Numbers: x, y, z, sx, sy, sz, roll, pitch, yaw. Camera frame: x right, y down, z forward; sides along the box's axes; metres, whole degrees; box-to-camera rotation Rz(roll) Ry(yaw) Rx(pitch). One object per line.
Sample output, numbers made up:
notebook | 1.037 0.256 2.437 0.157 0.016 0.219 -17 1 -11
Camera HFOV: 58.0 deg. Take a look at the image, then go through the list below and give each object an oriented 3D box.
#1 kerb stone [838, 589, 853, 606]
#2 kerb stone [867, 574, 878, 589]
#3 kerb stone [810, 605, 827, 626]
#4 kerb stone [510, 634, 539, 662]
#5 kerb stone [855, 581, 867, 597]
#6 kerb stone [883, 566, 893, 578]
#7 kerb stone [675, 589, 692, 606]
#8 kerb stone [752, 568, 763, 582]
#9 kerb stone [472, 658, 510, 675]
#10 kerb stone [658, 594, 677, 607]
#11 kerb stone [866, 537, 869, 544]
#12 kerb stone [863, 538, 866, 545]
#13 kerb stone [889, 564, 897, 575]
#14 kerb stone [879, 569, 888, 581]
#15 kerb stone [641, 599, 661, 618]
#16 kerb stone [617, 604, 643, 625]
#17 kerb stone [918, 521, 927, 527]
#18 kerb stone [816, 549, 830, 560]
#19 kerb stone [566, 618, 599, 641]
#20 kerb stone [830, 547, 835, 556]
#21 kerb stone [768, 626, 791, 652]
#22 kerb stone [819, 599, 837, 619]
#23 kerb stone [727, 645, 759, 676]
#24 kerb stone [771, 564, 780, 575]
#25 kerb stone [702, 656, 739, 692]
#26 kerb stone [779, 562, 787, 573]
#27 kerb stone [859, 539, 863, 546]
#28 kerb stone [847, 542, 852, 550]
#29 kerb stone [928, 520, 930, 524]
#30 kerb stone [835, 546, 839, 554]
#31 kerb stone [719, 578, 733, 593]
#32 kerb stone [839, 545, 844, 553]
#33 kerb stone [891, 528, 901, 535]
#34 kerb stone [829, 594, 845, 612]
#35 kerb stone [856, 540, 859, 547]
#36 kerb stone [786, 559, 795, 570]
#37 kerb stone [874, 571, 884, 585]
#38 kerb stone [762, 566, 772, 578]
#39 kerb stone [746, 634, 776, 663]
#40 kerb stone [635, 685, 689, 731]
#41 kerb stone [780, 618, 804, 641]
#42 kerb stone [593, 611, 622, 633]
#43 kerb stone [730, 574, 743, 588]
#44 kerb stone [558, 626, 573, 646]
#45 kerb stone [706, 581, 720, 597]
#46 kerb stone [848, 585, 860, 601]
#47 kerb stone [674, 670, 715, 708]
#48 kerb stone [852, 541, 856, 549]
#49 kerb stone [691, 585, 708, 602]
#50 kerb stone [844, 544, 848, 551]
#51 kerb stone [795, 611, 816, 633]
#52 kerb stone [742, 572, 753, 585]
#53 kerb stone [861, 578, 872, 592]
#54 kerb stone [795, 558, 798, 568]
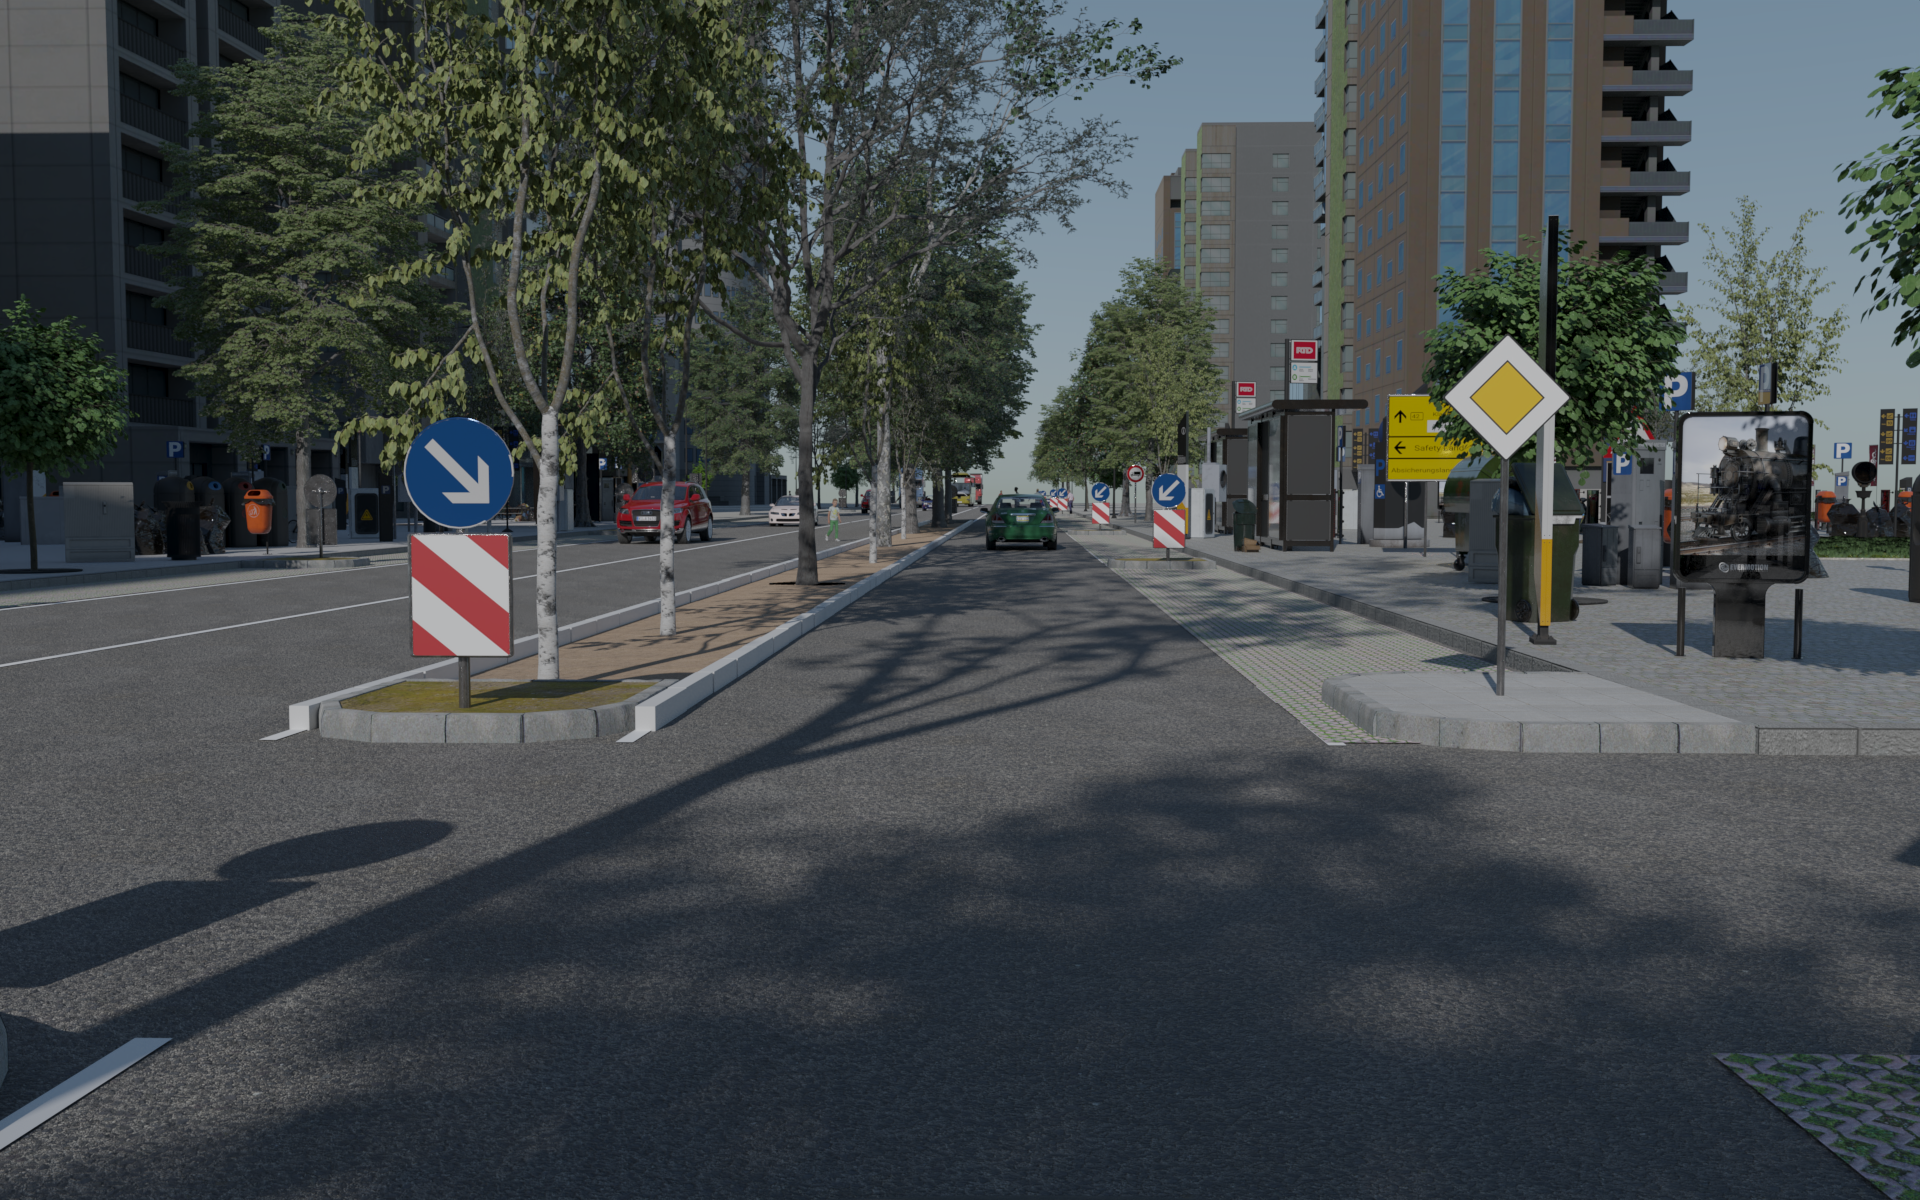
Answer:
kerb stone | -1.517 -0.001 22.222 0.120 0.150 1.000 0 4 2
kerb stone | -1.381 -0.251 26.316 0.120 0.150 1.000 0 4 2
kerb stone | -1.610 0.195 19.153 0.120 0.150 1.000 0 4 2
kerb stone | -3.855 0.434 15.104 0.120 0.150 1.000 0 4 2
kerb stone | -1.444 -0.127 24.272 0.120 0.150 1.000 0 4 2
kerb stone | -1.282 -0.439 29.380 0.120 0.150 1.000 0 4 2
kerb stone | -3.625 -0.004 22.257 0.120 0.150 1.000 0 4 2
kerb stone | -3.402 -0.380 28.415 0.120 0.150 1.000 0 4 2
kerb stone | -3.888 0.498 14.082 0.120 0.150 1.000 0 4 2
kerb stone | -3.654 0.059 21.235 0.120 0.150 1.000 0 4 2
kerb stone | -2.729 -1.633 48.895 0.120 0.150 1.000 0 4 2
kerb stone | -2.765 -1.570 47.873 0.120 0.150 1.000 0 4 2
kerb stone | -1.240 -0.500 30.401 0.120 0.150 1.000 0 4 2
kerb stone | -1.316 -0.377 28.358 0.120 0.150 1.000 0 4 2
kerb stone | -3.687 0.122 20.214 0.120 0.150 1.000 0 4 2
kerb stone | -3.714 0.184 19.192 0.120 0.150 1.000 0 4 2
kerb stone | -1.716 -3.514 79.646 0.120 0.150 1.000 0 4 2
kerb stone | -3.071 -1.007 38.662 0.120 0.150 1.000 0 4 2
kerb stone | -3.778 0.310 17.149 0.120 0.150 1.000 0 4 2
kerb stone | -3.031 -1.070 39.685 0.120 0.150 1.000 0 4 2
kerb stone | -1.718 0.381 16.085 0.120 0.150 1.000 0 4 2
kerb stone | -1.576 0.126 20.174 0.120 0.150 1.000 0 4 2
kerb stone | -1.780 0.500 14.028 0.120 0.150 1.000 0 4 2
kerb stone | -3.337 -0.505 30.458 0.120 0.150 1.000 0 4 2
kerb stone | -1.818 0.562 13.002 0.120 0.150 1.000 0 4 2
kerb stone | -3.312 -0.568 31.480 0.120 0.150 1.000 0 4 2
kerb stone | -2.797 -1.505 46.852 0.120 0.150 1.000 0 4 2
kerb stone | -2.907 -1.319 43.780 0.120 0.150 1.000 0 4 2
kerb stone | -1.642 -3.639 81.695 0.120 0.150 1.000 0 4 2
kerb stone | -3.009 -1.132 40.707 0.120 0.150 1.000 0 4 2
kerb stone | -3.505 -0.187 25.321 0.120 0.150 1.000 0 4 2
kerb stone | -2.974 -1.190 41.728 0.120 0.150 1.000 0 4 2
kerb stone | -2.292 -2.448 62.216 0.120 0.150 1.000 0 4 2
kerb stone | -1.548 0.061 21.201 0.120 0.150 1.000 0 4 2
kerb stone | -2.836 -1.446 45.830 0.120 0.150 1.000 0 4 2
kerb stone | -3.270 -0.631 32.504 0.120 0.150 1.000 0 4 2
kerb stone | -1.341 -0.314 27.337 0.120 0.150 1.000 0 4 2
kerb stone | -3.376 -0.443 29.437 0.120 0.150 1.000 0 4 2
kerb stone | -1.752 0.437 15.052 0.120 0.150 1.000 0 4 2
kerb stone | -1.884 0.687 10.959 0.120 0.150 1.000 0 4 2
kerb stone | -1.690 0.314 17.110 0.120 0.150 1.000 0 4 2
kerb stone | -3.746 0.246 18.171 0.120 0.150 1.000 0 4 2
kerb stone | -3.478 -0.254 26.355 0.120 0.150 1.000 0 4 2
kerb stone | -3.815 0.374 16.126 0.120 0.150 1.000 0 4 2
kerb stone | -3.544 -0.126 24.299 0.120 0.150 1.000 0 4 2
kerb stone | -1.479 -0.060 23.244 0.120 0.150 1.000 0 4 2
kerb stone | -1.858 0.625 11.981 0.120 0.150 1.000 0 4 2
kerb stone | -2.870 -1.383 44.808 0.120 0.150 1.000 0 4 2
kerb stone | -3.577 -0.066 23.278 0.120 0.150 1.000 0 4 2
kerb stone | -2.935 -1.253 42.757 0.120 0.150 1.000 0 4 2
kerb stone | -1.649 0.249 18.131 0.120 0.150 1.000 0 4 2
kerb stone | -3.447 -0.317 27.378 0.120 0.150 1.000 0 4 2
kerb stone | -1.419 -0.190 25.294 0.120 0.150 1.000 0 4 2
kerb stone | -3.236 -0.693 33.526 0.120 0.150 1.000 0 4 2
